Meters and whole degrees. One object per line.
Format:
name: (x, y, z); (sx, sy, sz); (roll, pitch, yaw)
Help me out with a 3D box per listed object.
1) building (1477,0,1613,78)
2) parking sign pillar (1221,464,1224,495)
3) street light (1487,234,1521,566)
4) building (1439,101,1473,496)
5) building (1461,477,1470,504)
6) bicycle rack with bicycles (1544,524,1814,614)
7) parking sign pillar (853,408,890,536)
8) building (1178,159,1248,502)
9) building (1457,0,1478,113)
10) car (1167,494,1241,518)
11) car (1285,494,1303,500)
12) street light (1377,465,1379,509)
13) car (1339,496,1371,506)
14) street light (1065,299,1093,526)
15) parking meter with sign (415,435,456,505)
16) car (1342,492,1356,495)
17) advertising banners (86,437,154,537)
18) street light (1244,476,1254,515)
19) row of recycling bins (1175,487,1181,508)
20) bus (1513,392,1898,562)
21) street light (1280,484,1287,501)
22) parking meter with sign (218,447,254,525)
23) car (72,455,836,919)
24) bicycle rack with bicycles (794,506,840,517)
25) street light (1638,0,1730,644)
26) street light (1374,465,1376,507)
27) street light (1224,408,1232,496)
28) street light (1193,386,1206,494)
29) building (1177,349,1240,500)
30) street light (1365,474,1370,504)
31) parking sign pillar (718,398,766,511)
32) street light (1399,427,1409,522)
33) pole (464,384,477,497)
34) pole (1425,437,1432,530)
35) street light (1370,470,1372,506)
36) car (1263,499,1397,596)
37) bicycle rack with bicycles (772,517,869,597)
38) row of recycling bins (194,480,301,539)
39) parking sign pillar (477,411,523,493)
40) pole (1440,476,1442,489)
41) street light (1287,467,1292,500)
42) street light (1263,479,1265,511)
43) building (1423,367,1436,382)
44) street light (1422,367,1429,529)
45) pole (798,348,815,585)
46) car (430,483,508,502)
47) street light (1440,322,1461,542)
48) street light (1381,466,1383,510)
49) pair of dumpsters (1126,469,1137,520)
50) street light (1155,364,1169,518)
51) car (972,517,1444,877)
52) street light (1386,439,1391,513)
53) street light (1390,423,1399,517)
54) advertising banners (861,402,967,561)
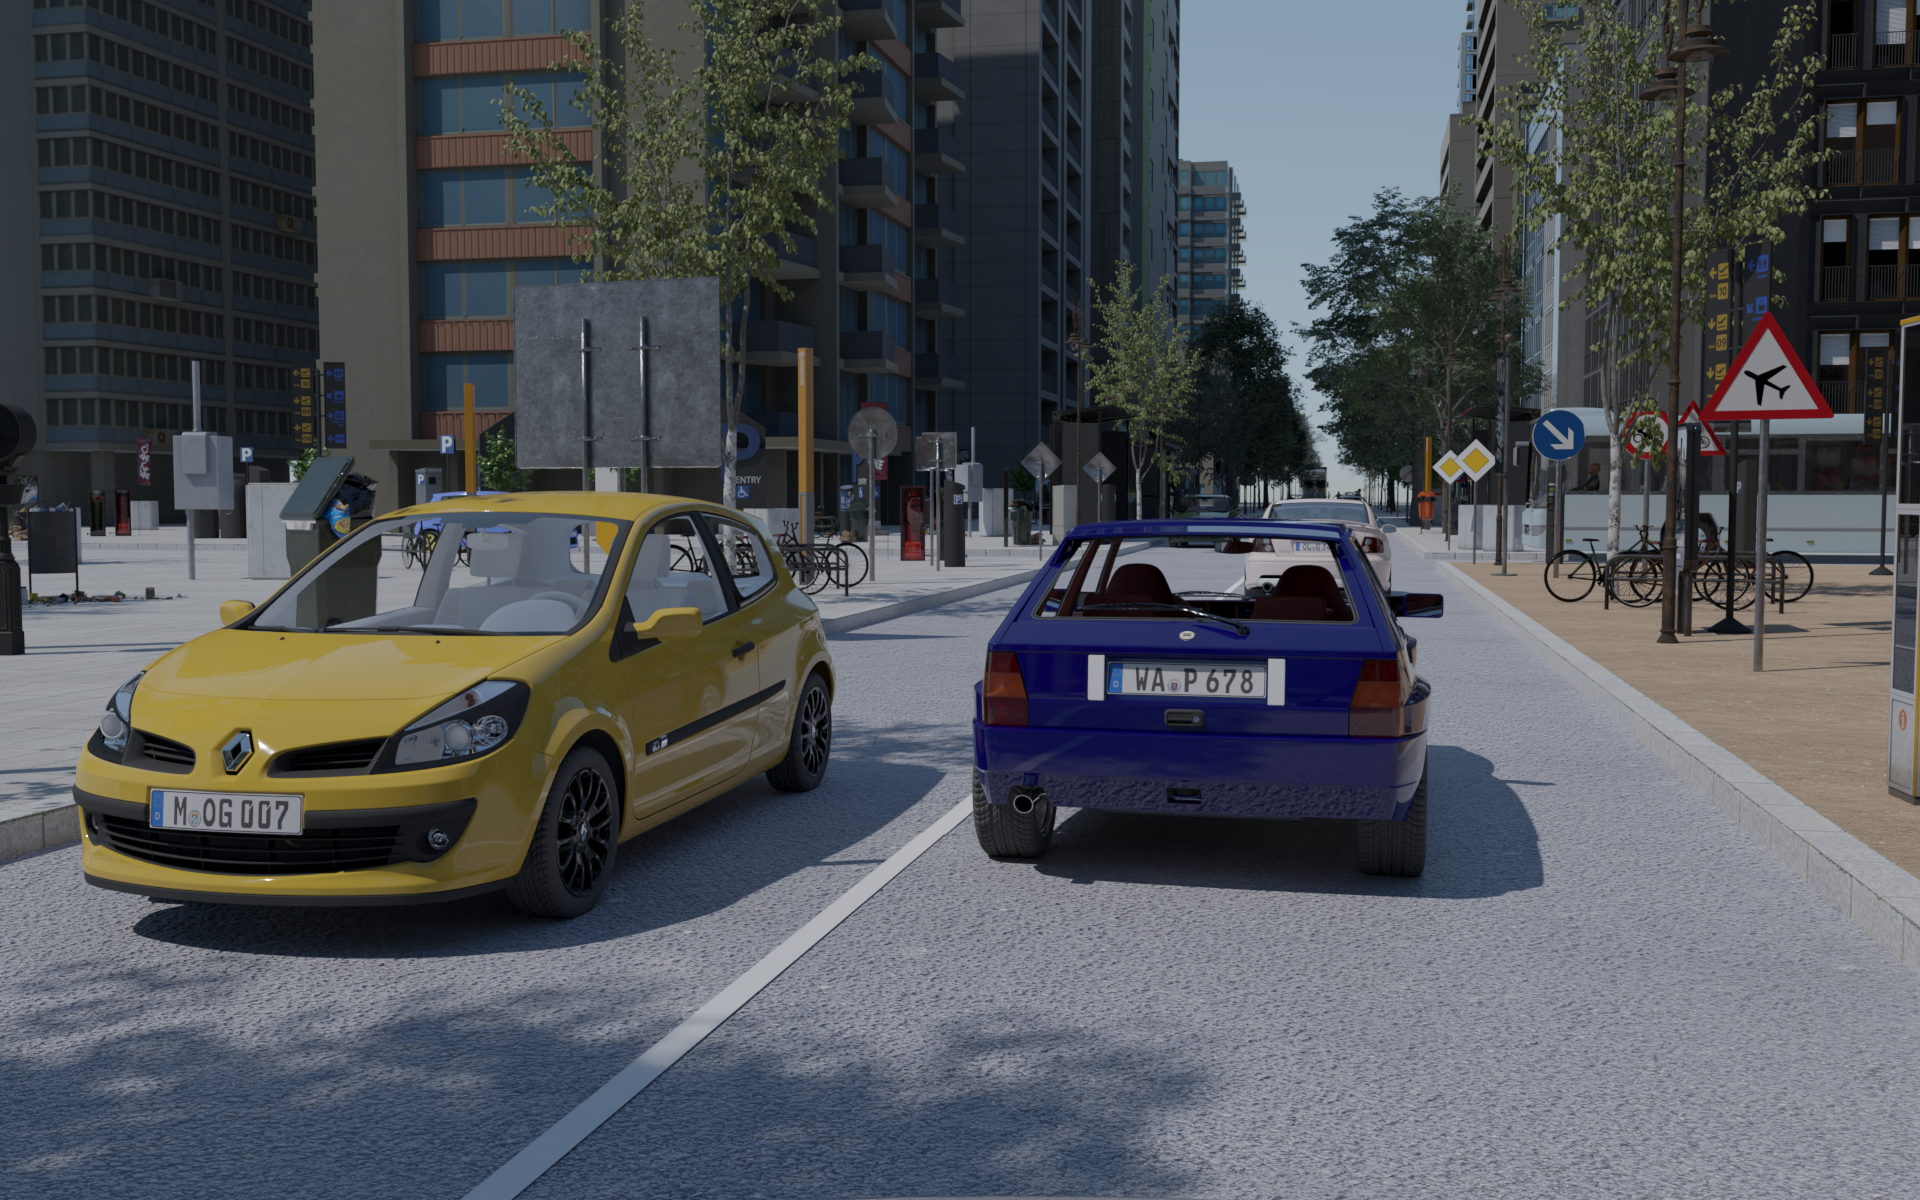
building: (53.434, -31.591, 140.210); (21.300, 48.544, 21.600); (1, 4, 13)
parking sign pillar: (16.563, -7.466, 110.533); (1.447, 3.967, 1.447); (1, 4, 14)
street light: (9.684, -3.558, 30.963); (0.468, 5.910, 1.993); (1, 4, 13)
building: (69.125, -35.778, 208.675); (21.300, 48.544, 21.600); (1, 4, 13)
building: (64.101, -28.717, 161.402); (32.217, 40.220, 23.993); (1, 4, 13)
bicycle rack with bicycles: (8.224, -0.396, 19.850); (2.925, 0.926, 2.852); (2, 4, 24)
parking sign pillar: (-2.894, -3.990, 53.716); (1.447, 3.967, 1.447); (-2, 4, -24)
building: (29.734, -38.595, 250.630); (23.786, 49.044, 30.456); (1, 4, 13)
building: (75.896, -56.291, 233.036); (22.319, 86.520, 31.000); (1, 4, 13)
car: (6.719, -2.300, 47.393); (2.009, 1.686, 4.222); (1, 4, 14)
car: (26.318, -7.521, 134.973); (2.014, 1.417, 4.499); (1, 4, 14)
street light: (33.454, -10.062, 137.299); (0.468, 5.910, 1.993); (1, 4, 13)
car: (18.579, -4.265, 82.313); (1.945, 1.354, 3.894); (1, 4, 11)
street light: (2.833, -4.189, 41.276); (0.468, 5.910, 1.993); (1, 4, 13)
parking meter with sign: (-15.526, -3.322, 50.572); (0.543, 3.016, 1.738); (2, 4, 27)
car: (57.235, -15.026, 254.345); (2.281, 1.827, 5.304); (1, 4, 11)
advertising banners: (-25.657, -3.473, 52.964); (0.090, 3.025, 2.074); (3, 5, 41)
street light: (17.746, -8.229, 107.337); (0.468, 5.910, 1.993); (1, 4, 13)
row of recycling bins: (8.924, -4.229, 76.260); (1.069, 1.692, 3.534); (1, 4, 22)
bus: (17.267, -2.414, 34.323); (13.247, 3.499, 2.948); (1, 4, 13)
street light: (30.565, -11.750, 164.897); (0.468, 5.910, 1.993); (1, 4, 13)
parking meter with sign: (-26.755, -4.132, 63.823); (0.543, 3.016, 1.738); (1, 4, 13)
car: (-1.814, 0.185, 7.200); (2.015, 1.641, 3.980); (1, 4, 13)
bicycle rack with bicycles: (-4.409, -2.288, 50.795); (2.925, 0.926, 2.852); (0, 4, 1)
street light: (6.098, -2.566, 14.743); (0.468, 5.910, 1.993); (1, 4, 13)
street light: (37.107, -11.053, 153.504); (0.468, 5.910, 1.993); (1, 4, 13)
street light: (14.087, -7.238, 91.132); (0.468, 5.910, 1.993); (1, 4, 13)
street light: (10.293, -6.226, 74.575); (0.468, 5.910, 1.993); (1, 4, 13)
building: (21.188, -23.098, 222.685); (27.650, 21.520, 28.899); (1, 4, 13)
street light: (48.064, -14.068, 202.798); (0.468, 5.910, 1.993); (1, 4, 13)
parking sign pillar: (-5.987, -3.618, 47.629); (1.447, 3.967, 1.447); (0, 4, -6)
street light: (20.548, -6.522, 79.421); (0.468, 5.910, 1.993); (1, 4, 13)
pole: (-9.057, -2.338, 32.073); (0.158, 3.312, 0.155); (0, 3, 0)
pole: (16.759, -4.167, 61.978); (0.158, 3.312, 0.155); (0, 3, 0)
street light: (40.707, -12.048, 169.778); (0.468, 5.910, 1.993); (1, 4, 13)
car: (4.868, -0.680, 23.488); (2.083, 1.381, 4.827); (1, 4, 12)
bicycle rack with bicycles: (-2.581, -0.560, 22.537); (2.925, 0.926, 2.852); (0, 4, -6)
row of recycling bins: (-20.544, -2.640, 50.277); (3.534, 1.692, 1.069); (0, 4, -4)
parking sign pillar: (-14.106, -3.954, 53.121); (1.447, 3.967, 1.447); (-2, 4, -27)
pole: (29.087, -6.776, 104.637); (0.158, 3.312, 0.155); (0, 3, 0)
street light: (34.263, -12.754, 181.317); (0.468, 5.910, 1.993); (1, 4, 13)
street light: (23.203, -9.750, 132.197); (0.468, 5.910, 1.993); (1, 4, 13)
building: (76.006, -29.730, 257.788); (14.160, 30.474, 14.107); (1, 4, 13)
street light: (16.935, -5.521, 63.052); (0.468, 5.910, 1.993); (1, 4, 13)
pole: (-2.159, -1.863, 24.311); (0.158, 3.312, 0.155); (0, 3, 0)
car: (-10.737, -1.876, 40.271); (3.694, 1.707, 1.945); (1, 4, 11)
street light: (13.195, -4.520, 46.695); (0.468, 5.910, 1.993); (1, 4, 13)
street light: (29.721, -9.023, 120.314); (0.468, 5.910, 1.993); (1, 4, 13)
pair of dumpsters: (5.219, -3.574, 60.931); (1.574, 2.255, 4.437); (1, 4, 13)
street light: (6.790, -5.232, 58.336); (0.468, 5.910, 1.993); (1, 4, 13)
car: (1.234, 0.282, 7.973); (1.945, 1.354, 3.894); (1, 4, 13)
street light: (27.949, -8.520, 112.085); (0.468, 5.910, 1.993); (1, 4, 13)
street light: (24.264, -7.529, 95.887); (0.468, 5.910, 1.993); (1, 4, 13)
advertising banners: (-0.874, -2.257, 33.090); (2.074, 3.025, 0.090); (-1, 4, -14)
